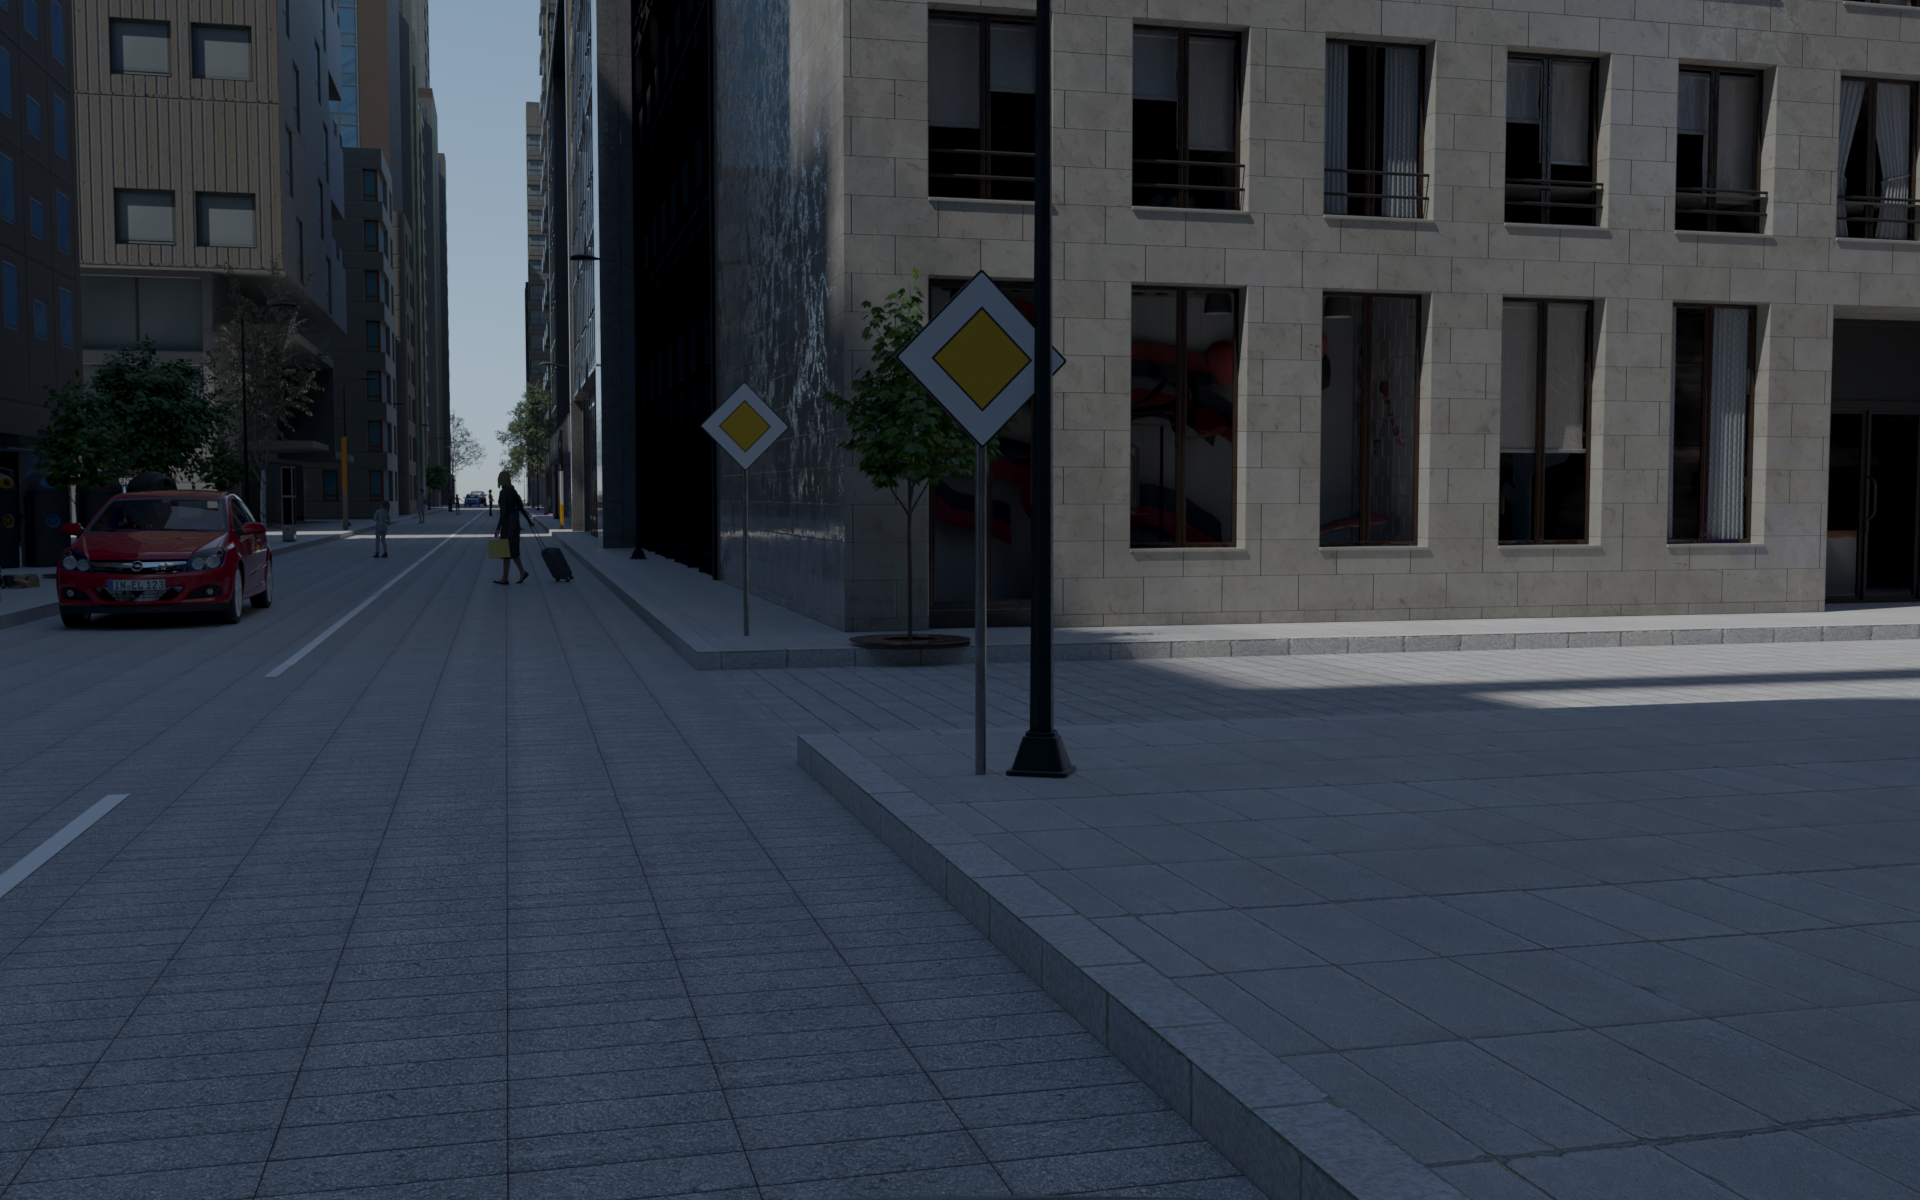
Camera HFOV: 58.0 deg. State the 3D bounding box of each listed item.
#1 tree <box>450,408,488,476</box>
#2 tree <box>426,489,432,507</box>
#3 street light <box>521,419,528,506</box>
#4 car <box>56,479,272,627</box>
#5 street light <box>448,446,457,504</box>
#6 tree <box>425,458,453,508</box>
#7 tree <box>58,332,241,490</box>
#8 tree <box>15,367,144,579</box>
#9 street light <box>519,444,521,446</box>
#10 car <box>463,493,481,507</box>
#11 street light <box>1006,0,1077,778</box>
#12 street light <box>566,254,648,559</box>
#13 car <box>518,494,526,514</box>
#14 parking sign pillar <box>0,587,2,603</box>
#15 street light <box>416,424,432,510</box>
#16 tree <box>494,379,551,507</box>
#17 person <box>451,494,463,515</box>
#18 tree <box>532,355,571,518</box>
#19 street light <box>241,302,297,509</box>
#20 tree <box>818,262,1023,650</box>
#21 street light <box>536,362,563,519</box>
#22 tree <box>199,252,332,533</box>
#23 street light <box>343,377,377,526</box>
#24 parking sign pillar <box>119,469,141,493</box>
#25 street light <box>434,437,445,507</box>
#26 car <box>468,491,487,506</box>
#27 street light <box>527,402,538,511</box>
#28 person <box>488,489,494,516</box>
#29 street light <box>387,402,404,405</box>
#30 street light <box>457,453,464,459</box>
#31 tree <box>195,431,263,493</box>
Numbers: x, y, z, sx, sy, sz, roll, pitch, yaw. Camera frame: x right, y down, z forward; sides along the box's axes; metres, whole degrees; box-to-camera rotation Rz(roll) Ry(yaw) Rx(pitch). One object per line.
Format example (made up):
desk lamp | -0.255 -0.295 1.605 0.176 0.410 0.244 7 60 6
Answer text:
tree | -70.368 -20.116 239.267 12.009 13.543 11.850 0 3 0
tree | -51.453 -10.512 166.477 1.663 3.219 1.824 0 3 0
street light | -26.234 -8.245 107.348 1.470 5.913 1.316 -1 4 -15
car | -9.176 -0.682 20.187 2.155 1.783 4.494 -1 4 -15
street light | -49.948 -11.977 168.364 1.470 5.913 1.316 -1 4 -15
tree | -48.314 -10.731 159.171 4.285 4.588 4.351 0 3 0
tree | -16.452 -3.152 35.249 4.285 4.588 4.351 0 3 0
tree | -13.510 -1.952 26.511 1.663 3.219 1.824 0 3 0
street light | -33.368 -9.909 134.549 1.470 5.913 1.316 -1 4 -15
car | -55.494 -11.458 196.931 1.945 1.707 3.694 -1 4 -15
street light | -0.149 -2.148 7.665 1.470 5.913 1.316 -1 4 -15
street light | -6.862 -3.748 33.820 1.470 5.913 1.316 -1 4 -15
car | -32.984 -7.170 127.460 2.015 1.641 3.980 -1 4 -13
parking sign pillar | -12.016 -1.935 20.108 1.447 3.967 1.447 0 4 4
street light | -35.936 -8.700 114.786 1.470 5.913 1.316 -1 4 -15
tree | -41.548 -15.604 172.126 9.611 12.733 9.660 0 3 0
person | -34.191 -6.499 117.977 0.991 1.433 0.599 -3 5 -43
tree | -20.724 -8.652 91.827 4.360 8.622 3.978 0 3 0
street light | -16.760 -4.248 41.997 1.470 5.913 1.316 -1 4 -15
tree | -0.414 -1.220 14.542 1.663 3.219 1.824 0 3 0
street light | -14.086 -5.423 61.211 1.470 5.913 1.316 -1 4 -15
tree | -21.485 -6.293 53.259 4.360 8.622 3.978 0 3 0
street light | -23.870 -5.891 68.860 1.470 5.913 1.316 -1 4 -15
parking sign pillar | -25.307 -3.926 52.661 1.447 3.967 1.447 0 4 -4
street light | -42.887 -10.342 141.638 1.470 5.913 1.316 -1 4 -15
car | -56.186 -11.807 201.714 2.281 1.827 5.304 -1 4 -14
street light | -21.094 -7.065 88.049 1.470 5.913 1.316 -1 4 -15
person | -30.129 -6.255 111.474 0.721 1.736 1.217 0 4 -3
street light | -28.870 -7.048 87.780 1.470 5.913 1.316 -1 4 -15
street light | -57.060 -13.621 195.237 1.470 5.913 1.316 -1 4 -15
tree | -20.251 -3.228 47.382 1.663 3.219 1.824 0 3 0
